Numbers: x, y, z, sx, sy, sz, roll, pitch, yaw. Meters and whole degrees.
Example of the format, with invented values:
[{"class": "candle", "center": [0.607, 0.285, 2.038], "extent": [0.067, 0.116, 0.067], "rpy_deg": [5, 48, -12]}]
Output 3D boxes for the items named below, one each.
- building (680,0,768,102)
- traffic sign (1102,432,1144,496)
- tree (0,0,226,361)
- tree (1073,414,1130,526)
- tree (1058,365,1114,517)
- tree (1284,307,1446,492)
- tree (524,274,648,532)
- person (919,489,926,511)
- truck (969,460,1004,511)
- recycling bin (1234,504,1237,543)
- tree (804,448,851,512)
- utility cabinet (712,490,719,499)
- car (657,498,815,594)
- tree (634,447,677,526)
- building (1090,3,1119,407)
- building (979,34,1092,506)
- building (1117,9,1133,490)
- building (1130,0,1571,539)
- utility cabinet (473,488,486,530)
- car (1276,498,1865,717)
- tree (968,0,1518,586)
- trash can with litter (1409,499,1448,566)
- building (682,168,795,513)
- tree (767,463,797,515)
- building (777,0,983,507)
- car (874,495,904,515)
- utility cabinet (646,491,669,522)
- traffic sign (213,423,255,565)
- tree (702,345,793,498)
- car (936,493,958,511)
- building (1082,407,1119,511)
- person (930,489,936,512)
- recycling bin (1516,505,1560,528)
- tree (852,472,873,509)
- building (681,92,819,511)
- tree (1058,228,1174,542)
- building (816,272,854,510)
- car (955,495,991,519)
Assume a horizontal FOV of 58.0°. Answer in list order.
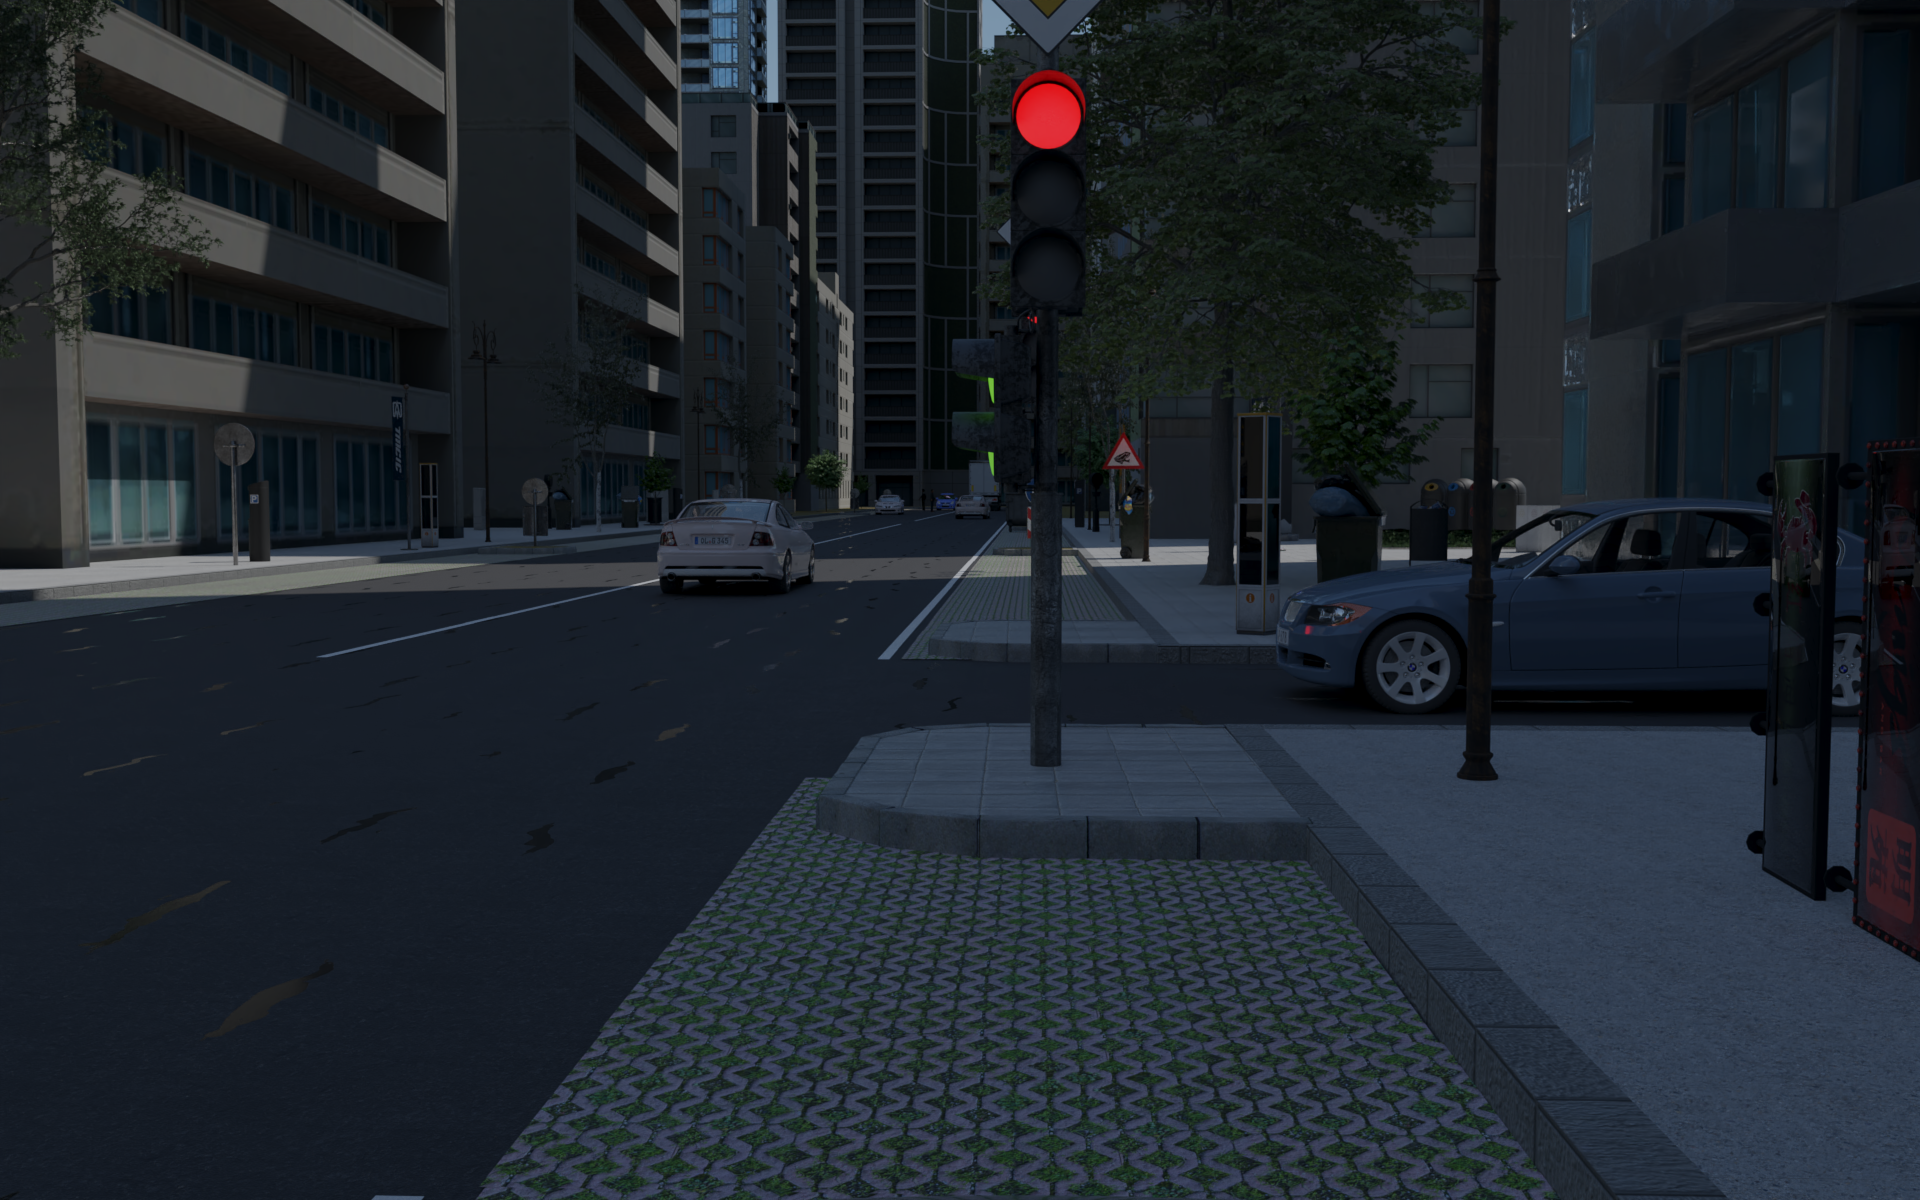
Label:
[{"class": "building", "center": [-33.867, -53.504, 187.460], "extent": [31.000, 86.520, 22.319], "rpy_deg": [0, 4, 2]}, {"class": "traffic sign", "center": [3.455, -2.242, 36.657], "extent": [0.884, 2.594, 0.081], "rpy_deg": [0, 4, 7]}, {"class": "tree", "center": [-14.479, -5.507, 24.455], "extent": [8.767, 10.594, 7.601], "rpy_deg": [1, 4, 16]}, {"class": "tree", "center": [6.122, -5.341, 71.031], "extent": [4.285, 4.588, 4.351], "rpy_deg": [0, 3, 0]}, {"class": "tree", "center": [6.569, -8.982, 97.216], "extent": [4.737, 8.622, 4.395], "rpy_deg": [0, 3, 0]}, {"class": "tree", "center": [4.222, -1.433, 18.037], "extent": [1.663, 3.219, 1.824], "rpy_deg": [0, 3, 0]}, {"class": "tree", "center": [-12.293, -6.596, 58.207], "extent": [4.360, 8.622, 3.978], "rpy_deg": [0, 3, 0]}, {"class": "person", "center": [-3.094, -8.366, 144.917], "extent": [0.705, 1.869, 1.348], "rpy_deg": [2, 4, 24]}, {"class": "truck", "center": [2.264, -9.815, 149.389], "extent": [2.839, 4.237, 11.283], "rpy_deg": [0, 4, 3]}, {"class": "recycling bin", "center": [7.394, -2.005, 45.344], "extent": [0.722, 1.027, 0.722], "rpy_deg": [-3, 5, -40]}, {"class": "tree", "center": [-9.472, -8.560, 123.670], "extent": [4.285, 4.588, 4.351], "rpy_deg": [0, 3, 0]}, {"class": "utility cabinet", "center": [-12.337, -4.812, 87.352], "extent": [0.318, 1.500, 1.173], "rpy_deg": [-1, 4, -11]}, {"class": "car", "center": [-3.334, -0.854, 26.325], "extent": [2.083, 1.381, 4.827], "rpy_deg": [0, 4, 2]}, {"class": "tree", "center": [-12.552, -4.659, 70.771], "extent": [1.663, 3.219, 1.824], "rpy_deg": [0, 3, 0]}, {"class": "building", "center": [25.201, -34.296, 149.979], "extent": [28.713, 52.752, 27.495], "rpy_deg": [0, 4, 2]}, {"class": "building", "center": [13.018, -34.456, 187.052], "extent": [21.600, 48.544, 21.300], "rpy_deg": [0, 4, 2]}, {"class": "building", "center": [16.265, -27.425, 98.517], "extent": [14.600, 45.320, 14.200], "rpy_deg": [0, 4, 2]}, {"class": "building", "center": [12.437, -22.701, 54.748], "extent": [14.154, 41.232, 14.086], "rpy_deg": [0, 4, 2]}, {"class": "utility cabinet", "center": [-17.067, -3.243, 61.705], "extent": [0.318, 1.500, 1.173], "rpy_deg": [0, 4, -5]}, {"class": "car", "center": [4.464, 0.001, 11.983], "extent": [4.499, 1.417, 2.014], "rpy_deg": [0, 4, 2]}, {"class": "tree", "center": [3.767, -6.508, 24.539], "extent": [7.486, 12.596, 7.792], "rpy_deg": [0, 3, 0]}, {"class": "trash can with litter", "center": [6.972, -0.806, 24.238], "extent": [2.233, 1.210, 1.678], "rpy_deg": [0, 4, 8]}, {"class": "building", "center": [-25.966, -16.021, 106.987], "extent": [27.650, 21.520, 28.899], "rpy_deg": [0, 4, 2]}, {"class": "tree", "center": [-10.675, -6.806, 105.873], "extent": [1.663, 3.219, 1.824], "rpy_deg": [0, 3, 0]}, {"class": "building", "center": [-8.113, -45.744, 186.169], "extent": [20.611, 71.187, 20.563], "rpy_deg": [0, 4, 2]}, {"class": "car", "center": [-4.900, -6.634, 120.833], "extent": [2.083, 1.381, 4.827], "rpy_deg": [0, 4, 1]}, {"class": "utility cabinet", "center": [-13.628, -4.243, 78.050], "extent": [0.318, 1.500, 1.173], "rpy_deg": [2, 4, 31]}, {"class": "traffic sign", "center": [-13.032, -1.895, 31.088], "extent": [0.768, 2.556, 0.104], "rpy_deg": [0, 4, 4]}, {"class": "tree", "center": [-10.705, -8.323, 86.449], "extent": [4.360, 8.622, 3.978], "rpy_deg": [0, 3, 0]}, {"class": "car", "center": [-1.127, -8.716, 152.094], "extent": [1.945, 1.707, 3.694], "rpy_deg": [0, 4, 4]}, {"class": "building", "center": [20.216, -49.374, 119.936], "extent": [22.319, 86.520, 31.000], "rpy_deg": [0, 4, 2]}, {"class": "person", "center": [-2.193, -7.948, 138.476], "extent": [0.705, 1.821, 1.348], "rpy_deg": [1, 4, 13]}, {"class": "recycling bin", "center": [12.823, -1.578, 38.347], "extent": [0.722, 1.027, 0.722], "rpy_deg": [-2, 4, -29]}, {"class": "tree", "center": [-8.554, -9.422, 148.649], "extent": [1.663, 3.219, 1.824], "rpy_deg": [0, 3, 0]}, {"class": "building", "center": [-18.363, -21.810, 128.292], "extent": [14.160, 30.474, 14.107], "rpy_deg": [0, 4, 2]}, {"class": "tree", "center": [3.890, -5.848, 45.978], "extent": [4.360, 8.622, 3.978], "rpy_deg": [0, 3, 0]}, {"class": "building", "center": [-25.203, -18.822, 152.771], "extent": [28.899, 21.520, 27.650], "rpy_deg": [0, 4, 2]}, {"class": "car", "center": [0.744, -5.370, 100.168], "extent": [2.083, 1.381, 4.827], "rpy_deg": [0, 4, 4]}]
